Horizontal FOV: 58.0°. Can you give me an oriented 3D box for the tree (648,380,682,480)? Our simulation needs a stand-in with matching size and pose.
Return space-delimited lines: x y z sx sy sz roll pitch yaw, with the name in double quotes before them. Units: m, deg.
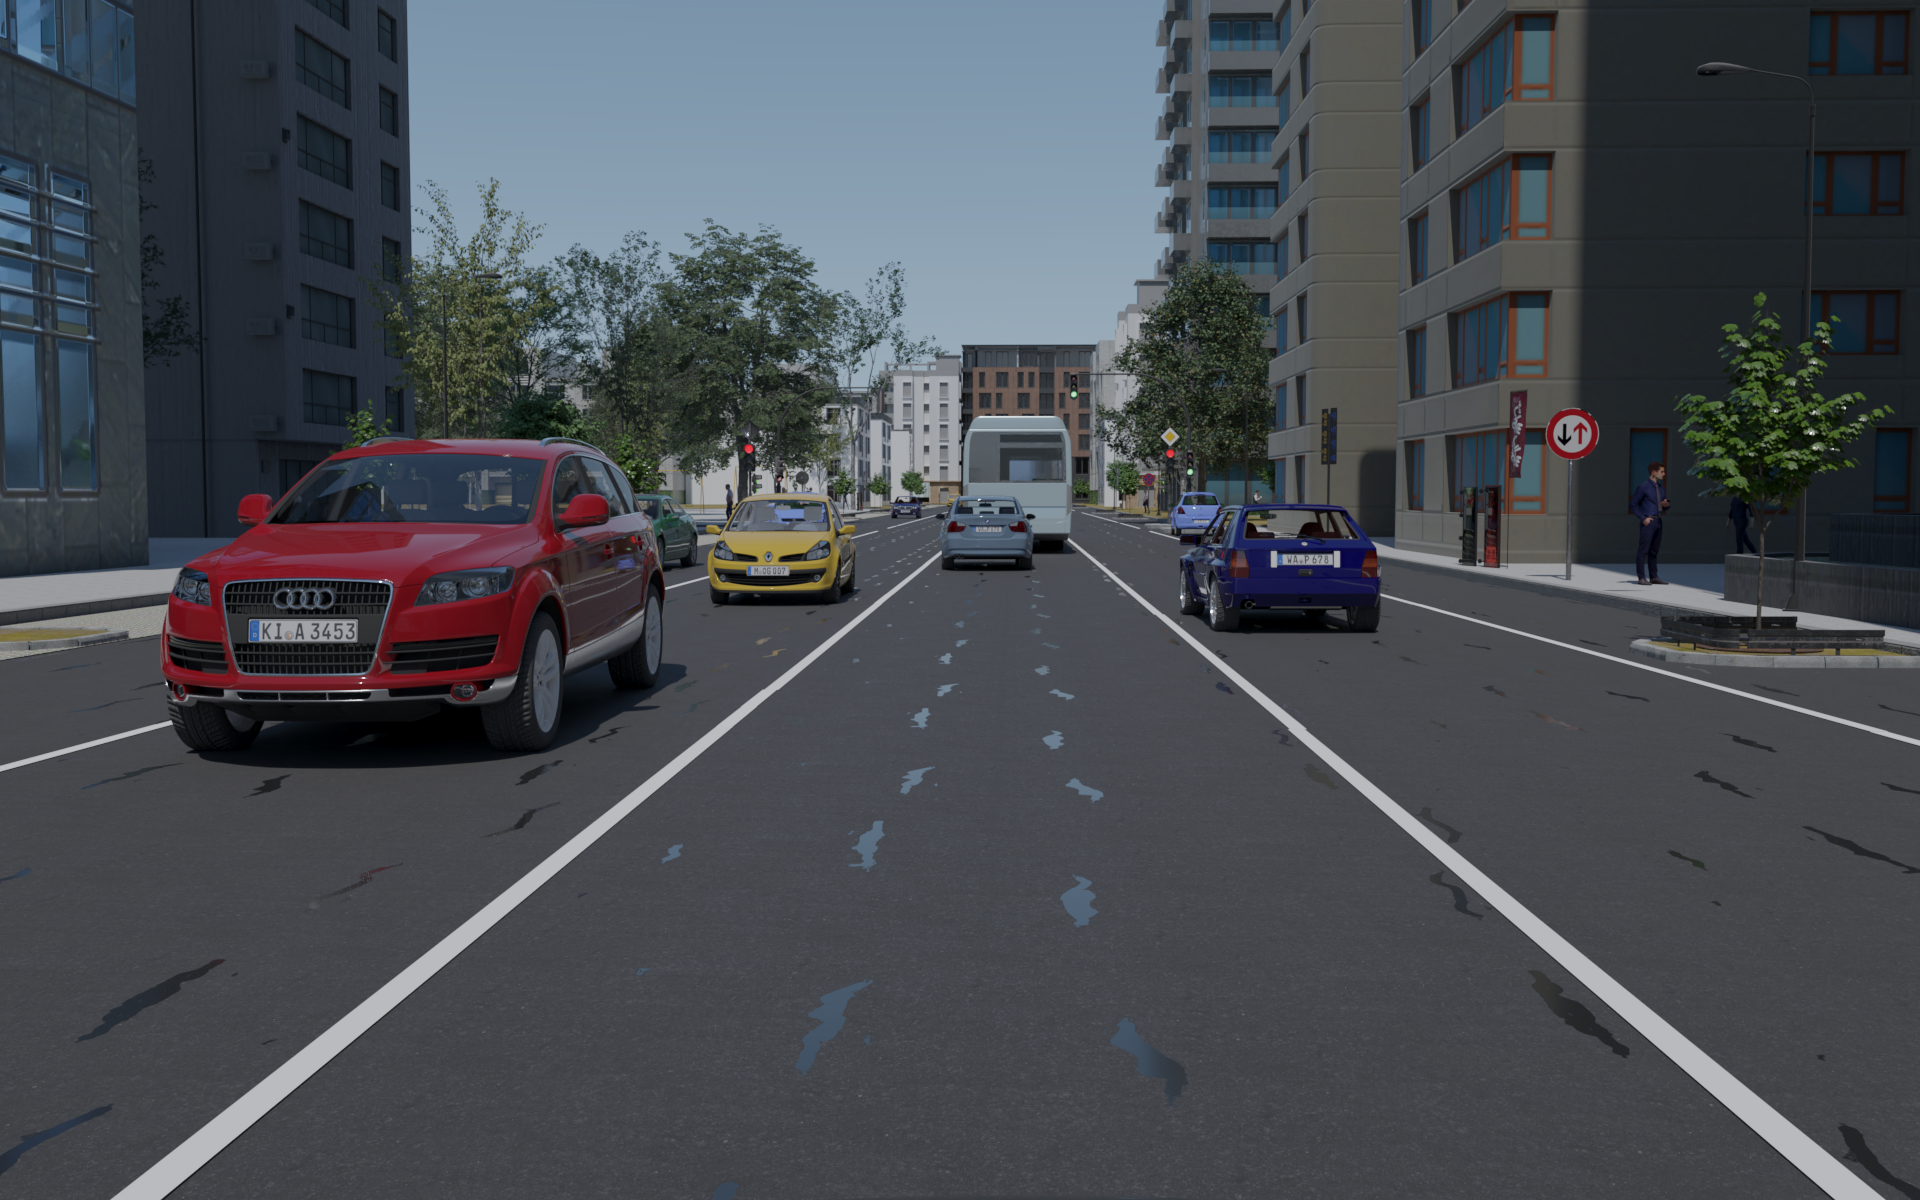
"tree" -25.367 -14.132 141.429 12.009 13.543 11.850 0 3 0

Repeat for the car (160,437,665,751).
"car" -3.288 -0.164 11.349 2.281 1.827 5.304 0 4 1

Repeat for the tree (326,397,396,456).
"tree" -11.854 -2.457 34.774 1.663 3.219 1.824 0 3 0

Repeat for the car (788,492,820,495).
"car" -5.024 -2.742 54.426 1.945 1.707 3.694 0 4 1

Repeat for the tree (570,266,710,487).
"tree" -10.623 -6.489 56.450 4.360 8.622 3.978 0 3 0

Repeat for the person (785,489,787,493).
"person" -12.110 -6.954 121.439 0.444 1.614 0.593 -2 4 -29

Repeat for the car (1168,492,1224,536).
"car" 8.212 -3.084 60.009 1.945 1.707 3.694 0 4 4

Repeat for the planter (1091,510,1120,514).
"planter" 10.489 -6.362 125.166 1.991 0.319 1.994 0 4 2

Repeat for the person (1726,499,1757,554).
"person" 13.533 -1.302 29.869 0.613 1.512 0.480 -1 4 -23

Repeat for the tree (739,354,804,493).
"tree" -9.597 -8.516 89.605 4.360 8.622 3.978 0 3 0

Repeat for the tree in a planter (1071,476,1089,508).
"tree in a planter" 12.072 -10.904 175.501 1.991 3.239 1.994 0 4 2

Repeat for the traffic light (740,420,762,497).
"traffic light" -7.924 -4.686 65.541 0.839 4.253 0.868 0 4 2

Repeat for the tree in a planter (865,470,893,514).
"tree in a planter" -5.780 -7.835 125.319 1.991 3.239 1.994 0 4 2

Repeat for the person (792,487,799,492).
"person" -10.594 -6.422 111.764 0.841 1.734 0.376 0 4 -3

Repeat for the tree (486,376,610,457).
"tree" -11.589 -3.945 48.215 4.285 4.588 4.351 0 3 0

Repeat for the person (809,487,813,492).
"person" -9.980 -6.637 115.274 0.376 1.734 0.841 0 4 -8

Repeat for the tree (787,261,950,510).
"tree" -7.396 -17.383 140.093 12.611 20.169 13.585 0 3 0

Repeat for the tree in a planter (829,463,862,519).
"tree in a planter" -6.619 -6.176 98.191 1.991 3.239 1.994 0 4 2

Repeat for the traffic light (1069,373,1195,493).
"traffic light" 6.476 -5.523 64.966 4.771 5.953 1.251 0 4 2

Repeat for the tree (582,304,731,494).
"tree" -18.597 -11.483 104.760 9.611 12.733 9.660 0 3 0

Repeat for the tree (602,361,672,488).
"tree" -17.452 -8.815 94.485 4.737 8.622 4.395 0 3 0

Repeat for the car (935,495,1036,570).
"car" 0.507 -1.351 34.098 2.014 1.417 4.499 0 3 0

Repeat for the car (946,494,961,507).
"car" -0.558 -11.357 195.914 2.015 1.641 3.980 0 4 2

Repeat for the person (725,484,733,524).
"person" -9.779 -4.042 73.061 0.436 1.711 0.756 0 4 1

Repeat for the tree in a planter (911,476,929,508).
"tree in a planter" -4.182 -10.917 175.716 1.991 3.239 1.994 0 4 2

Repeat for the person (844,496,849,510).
"person" -9.428 -8.220 142.983 0.613 1.512 0.480 1 4 12

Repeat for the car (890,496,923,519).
"car" -3.174 -5.512 102.698 1.945 1.354 3.894 0 4 0

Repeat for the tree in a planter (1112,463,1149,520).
"tree in a planter" 9.630 -6.167 98.058 1.991 3.239 1.994 0 4 2

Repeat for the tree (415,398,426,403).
"tree" -35.705 -9.836 111.173 4.360 8.622 3.978 0 3 0

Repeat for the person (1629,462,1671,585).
"person" 9.780 -1.078 24.378 0.576 1.737 0.504 -3 5 -39

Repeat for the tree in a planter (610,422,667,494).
"tree in a planter" -8.335 -2.828 43.452 1.991 3.239 1.994 0 4 2

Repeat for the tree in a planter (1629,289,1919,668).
"tree in a planter" 7.050 -1.099 15.188 1.991 3.239 1.994 0 4 2

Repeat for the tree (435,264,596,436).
"tree" -19.938 -9.293 77.699 9.928 11.665 9.643 0 3 0

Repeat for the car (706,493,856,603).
"car" -2.405 -0.837 23.908 2.015 1.641 3.980 0 4 1

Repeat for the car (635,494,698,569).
"car" -6.258 -1.298 33.025 2.131 1.459 4.920 0 4 4

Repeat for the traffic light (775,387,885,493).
"traffic light" -5.580 -6.044 73.492 4.771 5.953 1.251 0 4 2

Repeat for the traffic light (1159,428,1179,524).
"traffic light" 8.820 -5.144 73.023 0.839 4.253 0.868 0 4 2

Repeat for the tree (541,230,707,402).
"tree" -22.539 -16.302 122.424 12.611 20.169 13.585 0 3 0

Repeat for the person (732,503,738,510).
"person" -11.655 -4.622 89.902 0.859 0.850 0.655 -2 4 -25

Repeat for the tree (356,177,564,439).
"tree" -11.275 -5.453 39.519 4.737 8.622 4.395 0 3 0

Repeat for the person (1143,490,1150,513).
"person" 12.494 -6.590 116.009 0.590 1.554 0.614 -1 4 -13

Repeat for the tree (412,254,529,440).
"tree" -27.019 -11.211 89.951 9.857 13.997 8.962 0 3 0

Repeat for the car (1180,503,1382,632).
"car" 3.494 -0.417 19.395 1.945 1.354 3.894 0 3 0

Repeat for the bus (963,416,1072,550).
"bus" 1.532 -3.221 47.525 2.948 3.499 13.247 0 4 2
